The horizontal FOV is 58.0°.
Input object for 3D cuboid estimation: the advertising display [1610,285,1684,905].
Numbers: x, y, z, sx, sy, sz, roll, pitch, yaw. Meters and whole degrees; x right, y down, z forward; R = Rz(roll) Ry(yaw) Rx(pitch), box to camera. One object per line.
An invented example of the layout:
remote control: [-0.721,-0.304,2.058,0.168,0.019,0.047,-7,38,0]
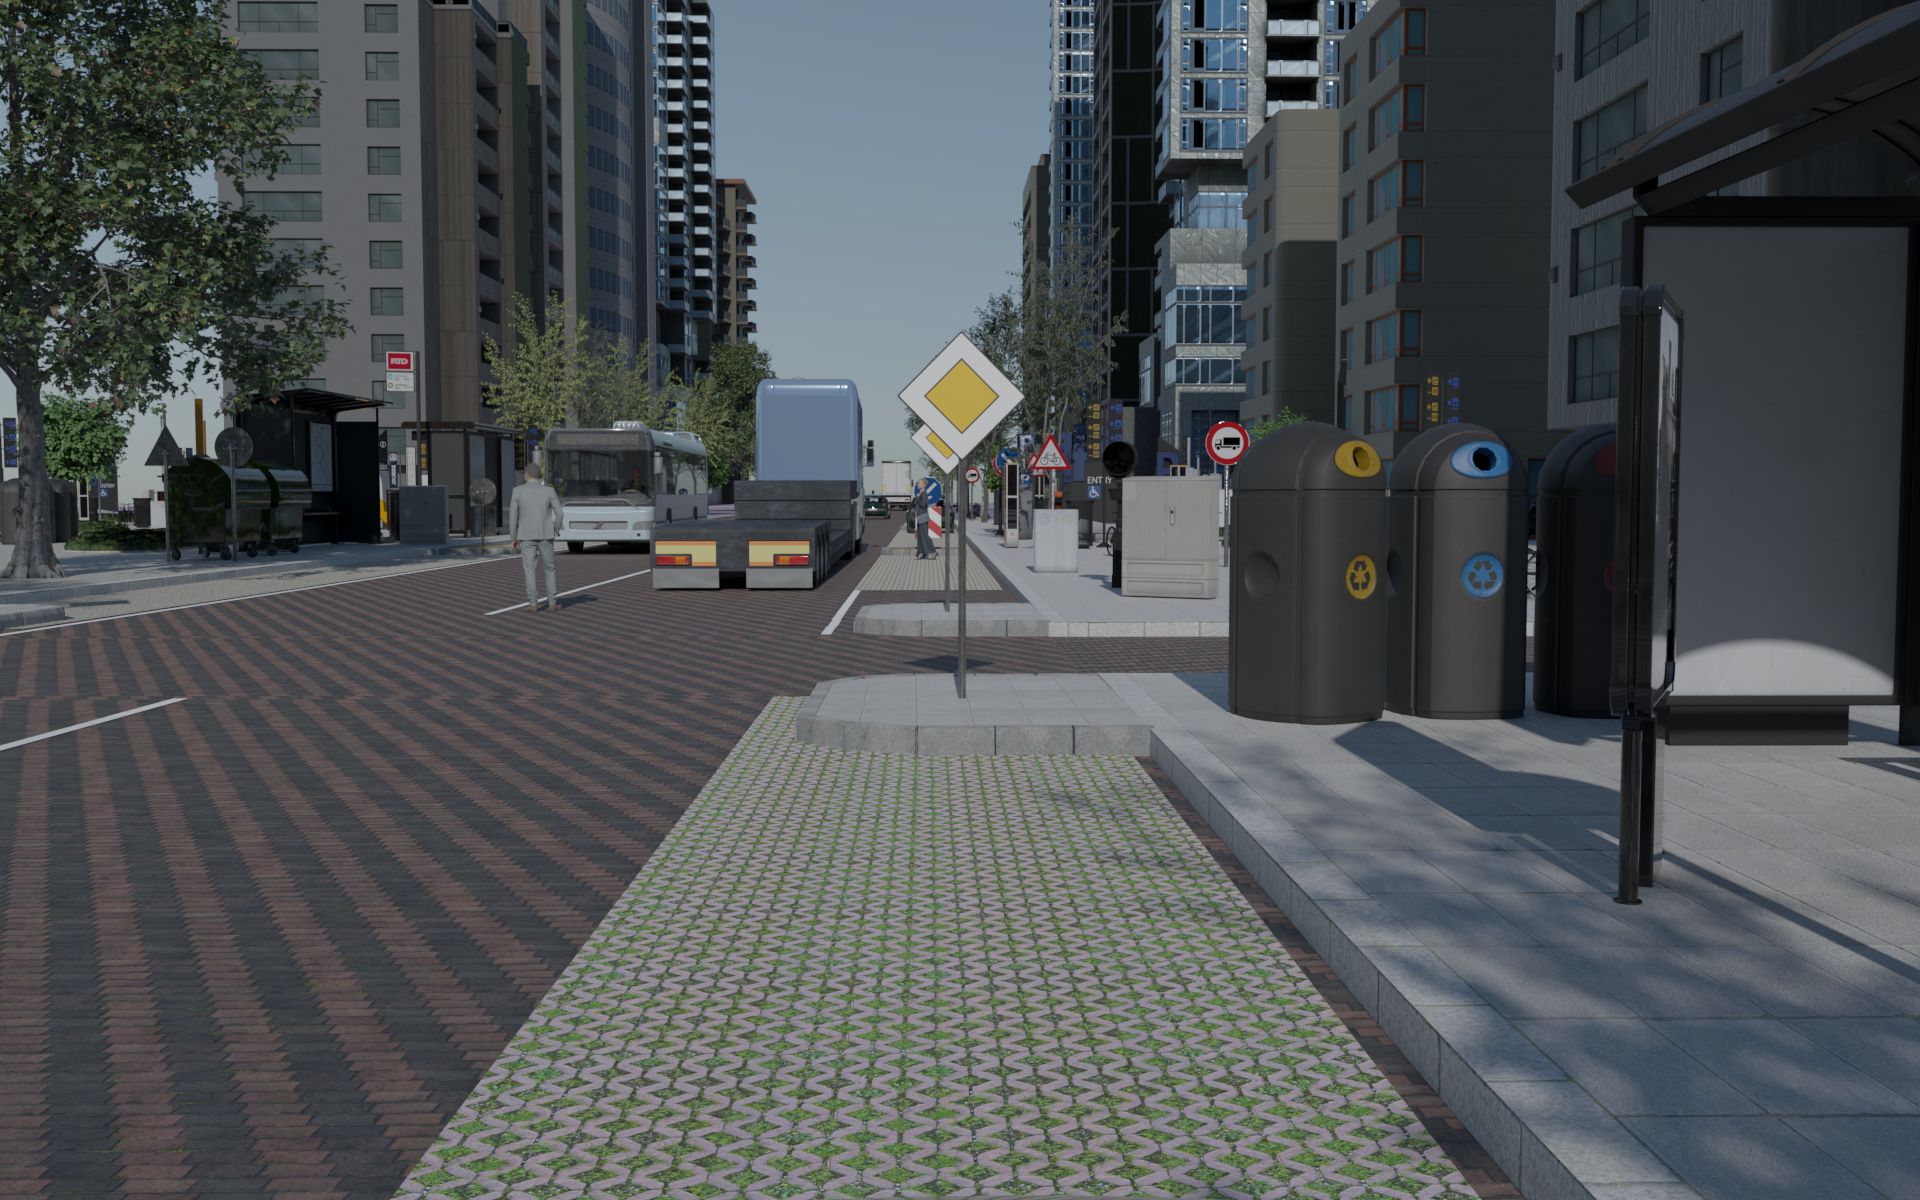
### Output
advertising display: [2.287,-0.034,5.764,0.123,1.923,0.974,2,4,26]

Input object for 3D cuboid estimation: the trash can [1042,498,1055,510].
trash can: [3.319,-2.896,58.997,0.748,1.137,0.748,0,3,0]

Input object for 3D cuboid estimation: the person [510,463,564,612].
person: [-5.157,-0.765,21.108,0.635,1.810,0.391,-2,4,-24]

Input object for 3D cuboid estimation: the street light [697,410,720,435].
street light: [-13.953,-7.529,95.633,1.470,5.913,1.316,0,4,-1]

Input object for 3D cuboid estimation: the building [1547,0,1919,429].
building: [21.499,-16.126,35.362,14.107,30.474,14.160,0,4,-1]

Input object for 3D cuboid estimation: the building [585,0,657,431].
building: [-36.749,-36.338,136.119,21.231,58.520,28.212,0,4,-1]

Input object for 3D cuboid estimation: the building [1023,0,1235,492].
building: [19.846,-55.189,215.003,22.319,86.520,31.000,0,4,-1]

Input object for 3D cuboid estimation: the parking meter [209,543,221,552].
parking meter: [-16.442,-1.984,38.146,0.255,1.863,0.399,-1,4,-23]

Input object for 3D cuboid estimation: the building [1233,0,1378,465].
building: [22.263,-49.440,121.015,22.319,86.520,31.000,0,4,-1]

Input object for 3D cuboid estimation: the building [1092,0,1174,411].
building: [20.301,-43.401,147.853,20.563,71.187,20.611,0,4,-1]

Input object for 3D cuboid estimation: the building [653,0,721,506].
building: [-39.343,-54.439,202.755,22.319,86.520,31.000,0,4,-1]

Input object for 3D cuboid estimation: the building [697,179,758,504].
building: [-39.153,-35.449,234.209,22.147,44.769,28.867,0,4,-1]

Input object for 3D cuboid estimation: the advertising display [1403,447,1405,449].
advertising display: [6.280,-1.165,24.264,0.123,1.923,0.974,1,4,18]

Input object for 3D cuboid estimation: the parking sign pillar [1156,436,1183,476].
parking sign pillar: [9.782,-5.631,80.546,1.447,3.967,1.447,2,4,28]

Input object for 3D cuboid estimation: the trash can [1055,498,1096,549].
trash can: [2.812,-1.771,40.610,0.748,1.137,0.748,0,3,0]

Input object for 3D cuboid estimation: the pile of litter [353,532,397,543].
pile of litter: [-15.495,-1.944,45.750,1.176,0.858,1.719,-1,4,-9]

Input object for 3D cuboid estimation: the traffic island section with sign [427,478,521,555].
traffic island section with sign: [-11.539,-2.015,41.574,1.989,1.847,2.006,0,4,-1]

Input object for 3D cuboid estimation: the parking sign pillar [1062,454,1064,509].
parking sign pillar: [3.894,-4.048,54.651,1.447,3.967,1.447,1,4,16]

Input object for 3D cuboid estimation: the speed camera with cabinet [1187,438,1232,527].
speed camera with cabinet: [8.731,-4.063,60.768,2.038,3.252,0.660,1,4,18]

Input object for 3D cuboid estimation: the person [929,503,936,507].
person: [-1.005,-2.601,53.629,0.523,1.515,0.503,-1,4,-21]

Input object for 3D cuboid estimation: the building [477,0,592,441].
building: [-33.001,-26.396,115.176,14.154,41.232,14.086,0,4,-1]

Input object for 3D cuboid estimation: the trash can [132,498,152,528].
trash can: [-31.093,-3.316,65.866,0.748,1.137,0.748,0,3,0]

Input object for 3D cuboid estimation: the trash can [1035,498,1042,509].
trash can: [3.092,-3.124,62.727,0.748,1.137,0.748,0,3,0]

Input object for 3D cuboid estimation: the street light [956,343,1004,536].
street light: [0.699,-4.928,53.107,1.470,5.913,1.316,0,4,-1]

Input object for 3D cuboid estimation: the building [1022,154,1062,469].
building: [19.956,-37.852,242.584,21.300,48.544,21.600,0,4,-1]

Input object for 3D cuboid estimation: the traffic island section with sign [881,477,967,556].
traffic island section with sign: [-0.859,-1.969,40.825,1.989,1.847,2.006,0,4,-1]

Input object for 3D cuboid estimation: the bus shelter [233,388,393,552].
bus shelter: [-15.329,-3.066,41.420,1.731,3.624,6.357,0,4,-1]

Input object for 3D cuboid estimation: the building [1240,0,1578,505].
building: [28.217,-13.930,72.797,27.650,21.520,28.899,0,4,-1]

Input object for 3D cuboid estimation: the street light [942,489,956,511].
street light: [-0.092,-7.372,93.076,1.470,5.913,1.316,0,4,-1]

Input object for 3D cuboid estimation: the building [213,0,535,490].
building: [-33.480,-20.130,100.831,14.160,30.474,14.107,0,4,-1]

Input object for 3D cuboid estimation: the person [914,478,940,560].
person: [-0.757,-1.748,37.509,0.534,1.772,0.576,-2,4,-24]

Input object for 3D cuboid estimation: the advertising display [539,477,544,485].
advertising display: [-15.544,-3.707,65.821,0.974,1.923,0.123,-1,4,-16]

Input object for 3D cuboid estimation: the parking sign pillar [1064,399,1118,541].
parking sign pillar: [3.752,-3.661,48.329,1.447,3.967,1.447,1,4,8]

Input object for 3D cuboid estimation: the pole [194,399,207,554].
pole: [-16.261,-2.645,37.086,0.158,3.312,0.155,0,3,0]

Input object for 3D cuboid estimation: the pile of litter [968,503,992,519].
pile of litter: [1.092,-4.611,89.357,1.176,0.858,1.719,3,5,45]

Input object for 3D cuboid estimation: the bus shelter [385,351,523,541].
bus shelter: [-15.057,-4.508,51.334,2.179,5.291,8.768,0,4,-1]

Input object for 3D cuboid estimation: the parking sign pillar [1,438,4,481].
parking sign pillar: [-46.544,-5.777,82.922,1.447,3.967,1.447,-1,4,-21]

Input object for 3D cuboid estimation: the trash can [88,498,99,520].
trash can: [-31.883,-3.164,63.380,0.748,1.137,0.748,0,3,0]

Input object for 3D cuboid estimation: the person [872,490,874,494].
person: [-6.507,-7.385,129.963,1.217,1.735,0.721,0,4,6]

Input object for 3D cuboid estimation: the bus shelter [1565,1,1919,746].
bus shelter: [4.179,-0.756,6.286,2.014,3.302,5.546,0,4,-1]

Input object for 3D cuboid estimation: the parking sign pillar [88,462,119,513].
parking sign pillar: [-40.480,-5.701,81.686,1.447,3.967,1.447,-3,5,-41]
